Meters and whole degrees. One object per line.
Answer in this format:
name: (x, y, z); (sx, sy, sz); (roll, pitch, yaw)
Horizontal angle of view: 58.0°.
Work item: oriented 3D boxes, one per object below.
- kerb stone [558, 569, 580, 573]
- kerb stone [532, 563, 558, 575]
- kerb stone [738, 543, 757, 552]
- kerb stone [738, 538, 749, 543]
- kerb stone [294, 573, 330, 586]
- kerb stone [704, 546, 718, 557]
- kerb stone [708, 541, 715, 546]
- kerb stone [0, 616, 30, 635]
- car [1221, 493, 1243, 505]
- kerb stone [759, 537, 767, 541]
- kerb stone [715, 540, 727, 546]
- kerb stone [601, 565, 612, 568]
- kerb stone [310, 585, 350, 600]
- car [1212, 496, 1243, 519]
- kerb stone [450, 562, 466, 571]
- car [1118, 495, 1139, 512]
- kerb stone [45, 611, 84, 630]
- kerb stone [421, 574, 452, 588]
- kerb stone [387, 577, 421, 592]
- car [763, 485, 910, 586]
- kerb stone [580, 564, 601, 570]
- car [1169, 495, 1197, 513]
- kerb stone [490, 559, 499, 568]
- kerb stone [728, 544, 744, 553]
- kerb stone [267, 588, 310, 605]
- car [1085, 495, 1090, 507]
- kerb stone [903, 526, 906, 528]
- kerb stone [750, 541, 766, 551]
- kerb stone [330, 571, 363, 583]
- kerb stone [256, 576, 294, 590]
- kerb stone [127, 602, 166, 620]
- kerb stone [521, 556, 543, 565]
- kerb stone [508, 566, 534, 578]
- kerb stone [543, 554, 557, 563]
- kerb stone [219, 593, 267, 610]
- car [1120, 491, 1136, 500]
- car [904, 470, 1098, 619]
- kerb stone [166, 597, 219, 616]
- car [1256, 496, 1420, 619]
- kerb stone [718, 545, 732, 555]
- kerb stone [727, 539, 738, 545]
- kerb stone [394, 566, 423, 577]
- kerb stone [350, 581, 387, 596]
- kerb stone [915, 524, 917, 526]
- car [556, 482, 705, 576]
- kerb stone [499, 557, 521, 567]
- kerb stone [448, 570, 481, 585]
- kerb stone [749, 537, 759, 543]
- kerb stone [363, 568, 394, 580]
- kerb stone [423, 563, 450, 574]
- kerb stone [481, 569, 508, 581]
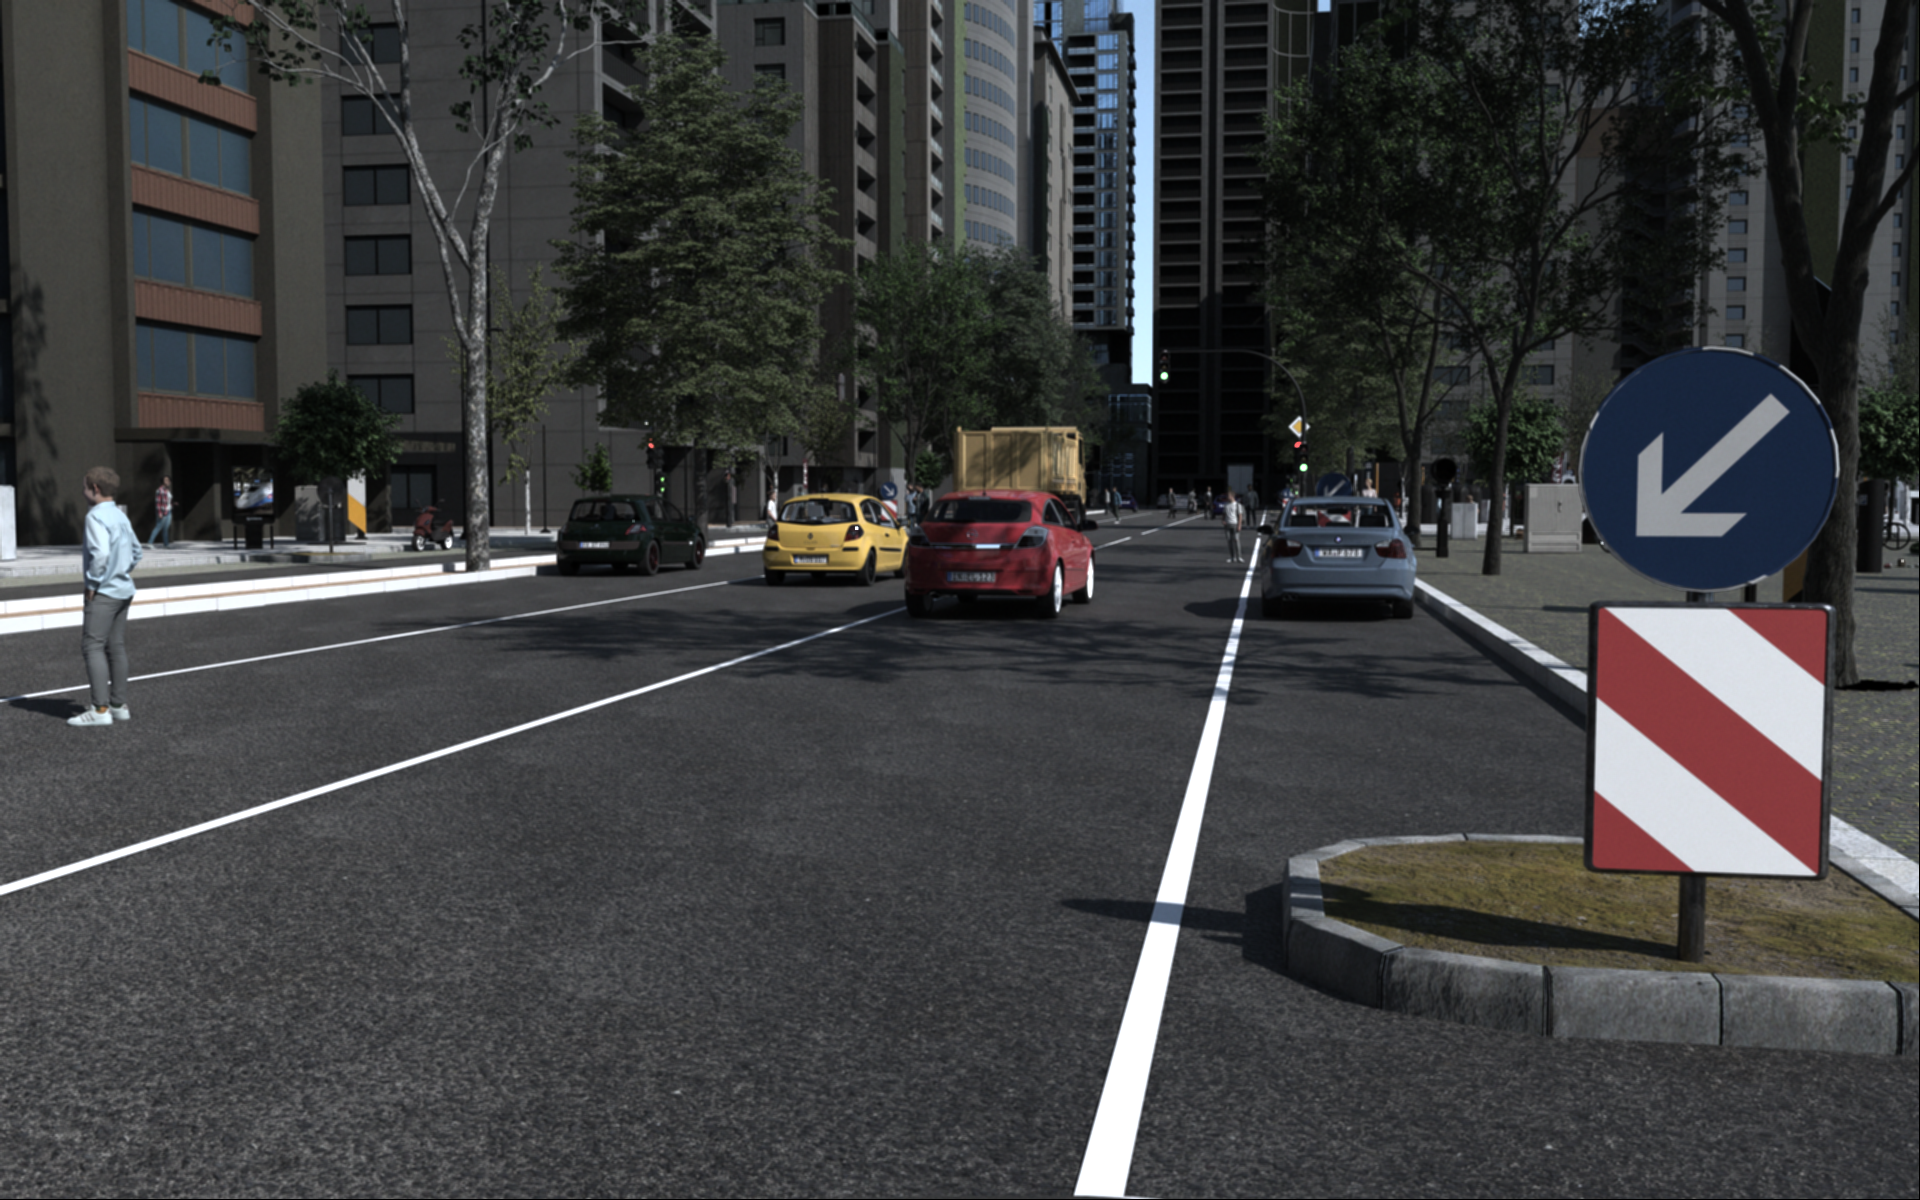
kerb stone: (-7.299, -0.592, 31.905); (0.120, 0.150, 1.000); (1, 4, 10)
kerb stone: (-7.477, -0.531, 30.883); (0.120, 0.150, 1.000); (1, 4, 10)
kerb stone: (-5.314, -1.273, 43.016); (0.120, 0.150, 1.000); (1, 4, 10)
kerb stone: (-6.294, -1.665, 49.429); (0.120, 0.150, 1.000); (1, 4, 10)
kerb stone: (-10.268, -0.308, 27.224); (0.120, 0.150, 1.000); (1, 4, 10)
kerb stone: (-5.851, -1.088, 39.986); (0.120, 0.150, 1.000); (1, 4, 10)
kerb stone: (-6.840, -1.473, 46.400); (0.120, 0.150, 1.000); (1, 4, 10)
kerb stone: (-9.820, 0.271, 17.767); (0.120, 0.150, 1.000); (1, 4, 10)
car: (20.208, -7.390, 129.870); (2.155, 1.783, 4.494); (1, 4, 9)
kerb stone: (-5.937, -1.783, 51.456); (0.120, 0.150, 1.000); (1, 4, 10)
kerb stone: (-6.667, -1.542, 47.407); (0.120, 0.150, 1.000); (1, 4, 10)
kerb stone: (-6.942, -0.717, 33.926); (0.120, 0.150, 1.000); (1, 4, 10)
kerb stone: (-8.742, -0.099, 23.820); (0.120, 0.150, 1.000); (1, 4, 10)
car: (15.351, -5.345, 99.973); (1.945, 1.354, 3.894); (1, 4, 8)
kerb stone: (-9.362, -0.616, 32.273); (0.120, 0.150, 1.000); (1, 4, 10)
car: (13.078, -7.574, 136.415); (1.945, 1.354, 3.894); (1, 4, 9)
kerb stone: (-9.643, 0.210, 18.773); (0.120, 0.150, 1.000); (1, 4, 10)
kerb stone: (-8.201, -0.284, 26.845); (0.120, 0.150, 1.000); (1, 4, 10)
kerb stone: (-8.380, -0.221, 25.837); (0.120, 0.150, 1.000); (1, 4, 10)
car: (-1.928, -1.111, 28.391); (2.015, 1.641, 3.980); (1, 4, 11)
kerb stone: (-7.117, -0.656, 32.917); (0.120, 0.150, 1.000); (1, 4, 10)
car: (17.159, -7.389, 133.180); (2.083, 1.381, 4.827); (1, 4, 12)
kerb stone: (-9.184, -0.677, 33.284); (0.120, 0.150, 1.000); (1, 4, 10)
kerb stone: (-5.500, -1.212, 42.007); (0.120, 0.150, 1.000); (1, 4, 10)
kerb stone: (-8.924, -0.034, 22.815); (0.120, 0.150, 1.000); (1, 4, 10)
car: (13.053, -10.883, 187.729); (2.009, 1.686, 4.222); (1, 4, 11)
kerb stone: (-2.236, -3.056, 72.157); (0.120, 0.150, 1.000); (1, 4, 10)
kerb stone: (-5.135, -1.335, 44.022); (0.120, 0.150, 1.000); (1, 4, 10)
kerb stone: (-10.082, -0.369, 28.231); (0.120, 0.150, 1.000); (1, 4, 10)
kerb stone: (-10.451, -0.246, 26.213); (0.120, 0.150, 1.000); (1, 4, 10)
kerb stone: (-9.467, 0.147, 19.788); (0.120, 0.150, 1.000); (1, 4, 10)
kerb stone: (-8.824, -0.802, 35.304); (0.120, 0.150, 1.000); (1, 4, 10)
kerb stone: (-7.666, -0.470, 29.872); (0.120, 0.150, 1.000); (1, 4, 10)
kerb stone: (-8.646, -0.859, 36.310); (0.120, 0.150, 1.000); (1, 4, 10)
kerb stone: (-9.094, 0.024, 21.805); (0.120, 0.150, 1.000); (1, 4, 10)
car: (20.289, -12.387, 211.202); (2.281, 1.827, 5.304); (1, 4, 10)
car: (0.581, -0.765, 21.549); (2.155, 1.783, 4.494); (1, 4, 12)
kerb stone: (-9.285, 0.085, 20.801); (0.120, 0.150, 1.000); (1, 4, 10)
car: (4.648, -0.571, 21.341); (2.014, 1.417, 4.499); (1, 4, 12)
kerb stone: (-5.679, -1.150, 40.994); (0.120, 0.150, 1.000); (1, 4, 10)
kerb stone: (-6.486, -1.603, 48.425); (0.120, 0.150, 1.000); (1, 4, 10)
kerb stone: (-9.723, -0.492, 30.247); (0.120, 0.150, 1.000); (1, 4, 10)
kerb stone: (-8.565, -0.157, 24.829); (0.120, 0.150, 1.000); (1, 4, 10)
kerb stone: (-2.056, -3.117, 73.173); (0.120, 0.150, 1.000); (1, 4, 10)
car: (-5.963, -1.342, 31.736); (2.009, 1.686, 4.222); (1, 4, 9)
kerb stone: (-9.004, -0.736, 34.290); (0.120, 0.150, 1.000); (1, 4, 10)
kerb stone: (-8.022, -0.346, 27.851); (0.120, 0.150, 1.000); (1, 4, 10)
kerb stone: (-6.120, -1.728, 50.443); (0.120, 0.150, 1.000); (1, 4, 10)
kerb stone: (-9.907, -0.429, 29.238); (0.120, 0.150, 1.000); (1, 4, 10)
kerb stone: (-9.548, -0.554, 31.263); (0.120, 0.150, 1.000); (1, 4, 10)
kerb stone: (-7.840, -0.407, 28.857); (0.120, 0.150, 1.000); (1, 4, 10)
